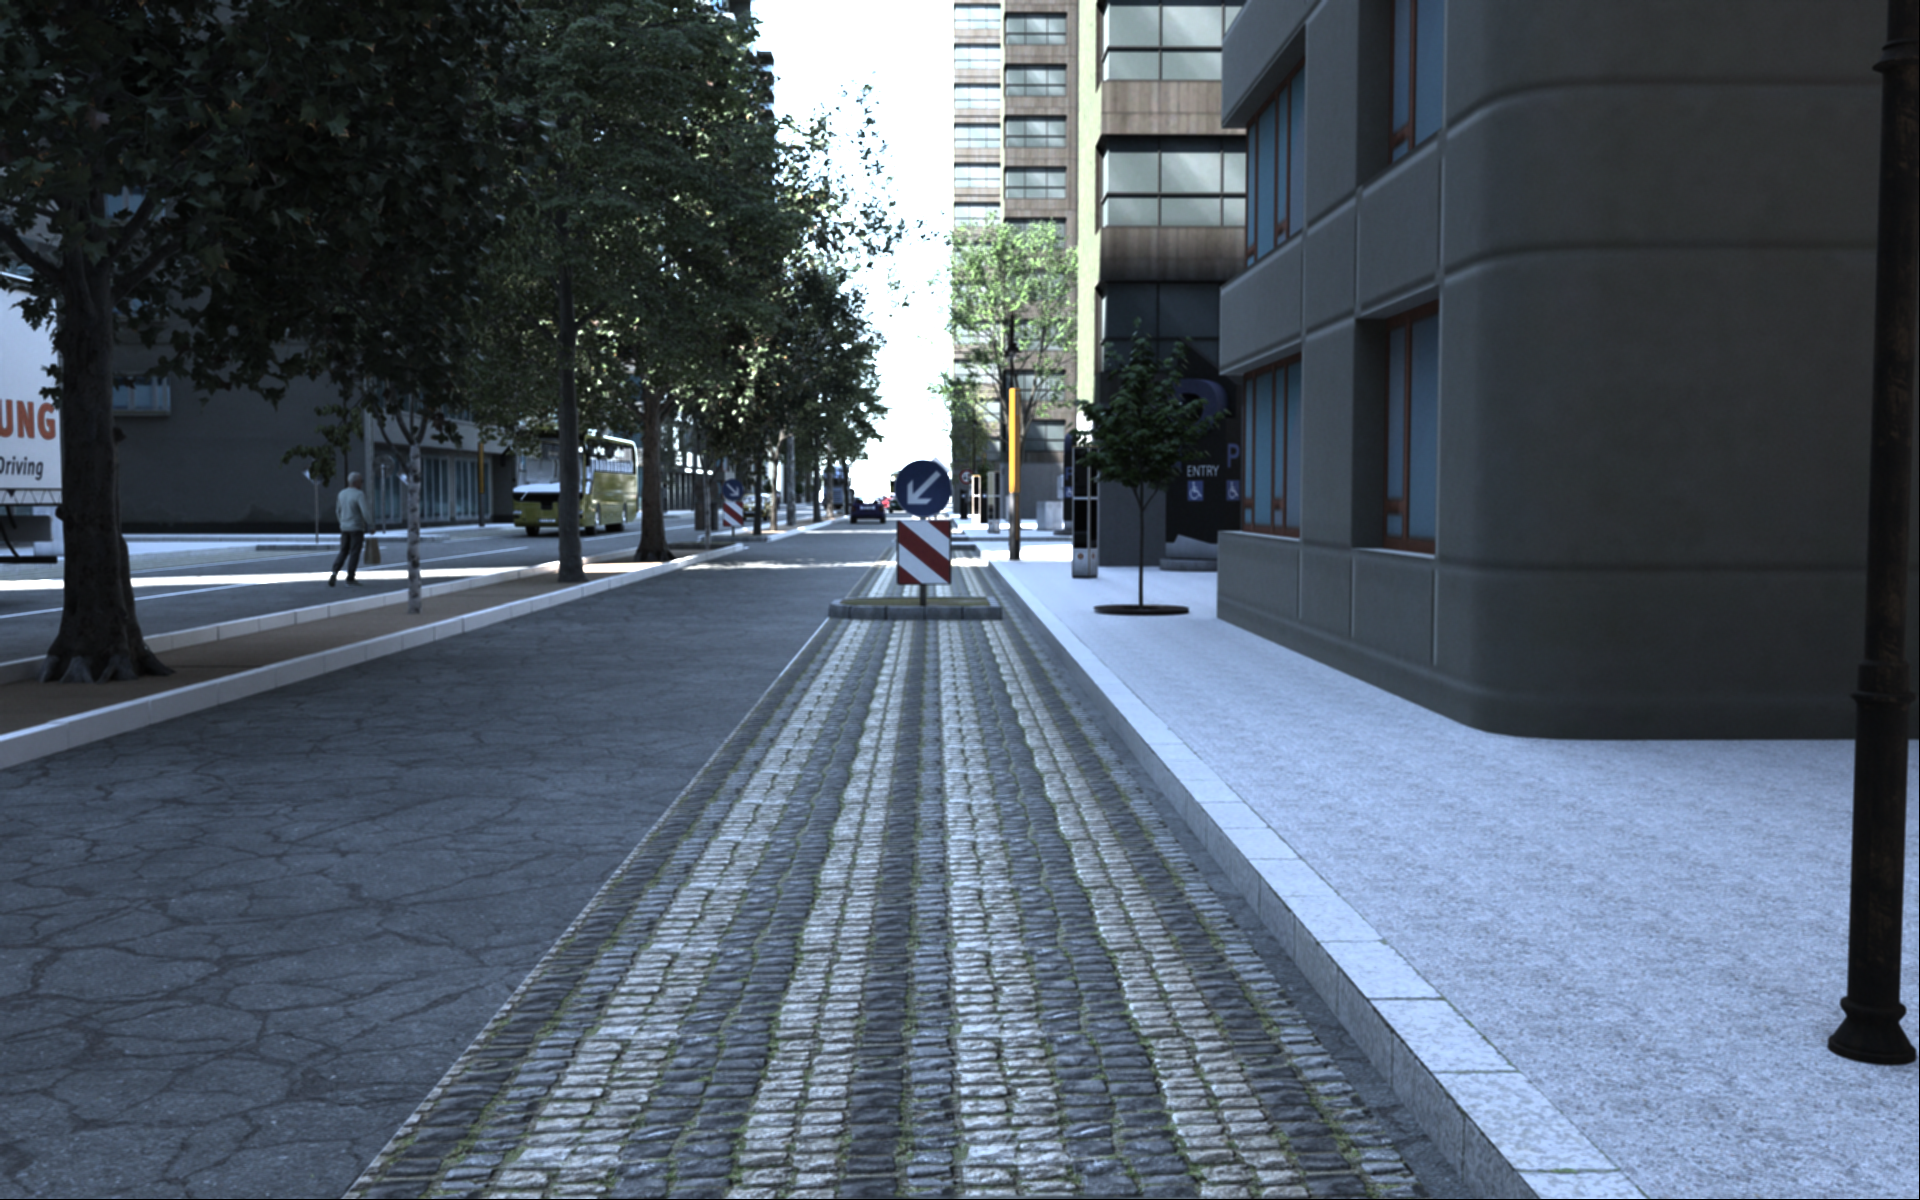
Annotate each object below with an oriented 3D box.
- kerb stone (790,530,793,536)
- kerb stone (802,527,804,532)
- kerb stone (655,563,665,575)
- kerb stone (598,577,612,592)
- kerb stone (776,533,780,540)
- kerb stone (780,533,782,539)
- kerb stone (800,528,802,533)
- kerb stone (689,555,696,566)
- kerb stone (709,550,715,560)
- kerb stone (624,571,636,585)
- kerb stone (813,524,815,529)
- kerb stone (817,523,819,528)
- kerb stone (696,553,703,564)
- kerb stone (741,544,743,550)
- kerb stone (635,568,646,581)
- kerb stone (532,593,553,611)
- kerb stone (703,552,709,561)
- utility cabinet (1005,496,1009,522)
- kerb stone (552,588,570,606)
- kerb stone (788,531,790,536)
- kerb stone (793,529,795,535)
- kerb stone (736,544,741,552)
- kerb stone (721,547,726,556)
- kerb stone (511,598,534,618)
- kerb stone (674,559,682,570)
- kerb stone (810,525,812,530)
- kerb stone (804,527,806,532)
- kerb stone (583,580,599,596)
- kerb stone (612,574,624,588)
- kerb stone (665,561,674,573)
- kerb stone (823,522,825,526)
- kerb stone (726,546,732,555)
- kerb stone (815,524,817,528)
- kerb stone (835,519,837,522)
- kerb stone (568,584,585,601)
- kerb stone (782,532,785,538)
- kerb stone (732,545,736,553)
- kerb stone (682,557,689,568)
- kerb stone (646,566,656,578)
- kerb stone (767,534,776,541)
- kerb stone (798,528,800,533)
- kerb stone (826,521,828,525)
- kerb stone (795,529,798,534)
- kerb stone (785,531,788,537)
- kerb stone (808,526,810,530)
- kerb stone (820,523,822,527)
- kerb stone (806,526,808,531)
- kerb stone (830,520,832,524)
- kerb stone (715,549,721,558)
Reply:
[{"bbox_3d":[-5.876,-2.243,58.977,0.120,0.150,1.000,0,4,-1],"label":"kerb stone"},{"bbox_3d":[-5.965,-2.556,64.091,0.120,0.150,1.000,0,4,-1],"label":"kerb stone"},{"bbox_3d":[-5.417,-0.521,30.735,0.120,0.150,1.000,0,4,-1],"label":"kerb stone"},{"bbox_3d":[-5.343,-0.209,25.617,0.120,0.150,1.000,0,4,-1],"label":"kerb stone"},{"bbox_3d":[-5.793,-1.936,53.848,0.120,0.150,1.000,0,4,-1],"label":"kerb stone"},{"bbox_3d":[-5.809,-1.998,54.870,0.120,0.150,1.000,0,4,-1],"label":"kerb stone"},{"bbox_3d":[-5.949,-2.500,63.066,0.120,0.150,1.000,0,4,-1],"label":"kerb stone"},{"bbox_3d":[-5.486,-0.770,34.841,0.120,0.150,1.000,0,4,-1],"label":"kerb stone"},{"bbox_3d":[-5.532,-0.961,37.916,0.120,0.150,1.000,0,4,-1],"label":"kerb stone"},{"bbox_3d":[-5.366,-0.329,27.666,0.120,0.150,1.000,0,4,-1],"label":"kerb stone"},{"bbox_3d":[-6.063,-2.928,70.233,0.120,0.150,1.000,0,4,-1],"label":"kerb stone"},{"bbox_3d":[-6.099,-3.063,72.281,0.120,0.150,1.000,0,4,-1],"label":"kerb stone"},{"bbox_3d":[-5.499,-0.836,35.863,0.120,0.150,1.000,0,4,-1],"label":"kerb stone"},{"bbox_3d":[-5.632,-1.338,44.065,0.120,0.150,1.000,0,4,-1],"label":"kerb stone"},{"bbox_3d":[-5.387,-0.397,28.691,0.120,0.150,1.000,0,4,-1],"label":"kerb stone"},{"bbox_3d":[-5.262,0.044,21.521,0.120,0.150,1.000,0,4,-1],"label":"kerb stone"},{"bbox_3d":[-5.523,-0.899,36.888,0.120,0.150,1.000,0,4,-1],"label":"kerb stone"},{"bbox_3d":[2.251,-4.174,79.403,0.306,1.237,1.020,0,4,6],"label":"utility cabinet"},{"bbox_3d":[-5.280,-0.015,22.545,0.120,0.150,1.000,0,4,-1],"label":"kerb stone"},{"bbox_3d":[-5.864,-2.187,57.952,0.120,0.150,1.000,0,4,-1],"label":"kerb stone"},{"bbox_3d":[-5.896,-2.312,59.999,0.120,0.150,1.000,0,4,-1],"label":"kerb stone"},{"bbox_3d":[-5.613,-1.275,43.043,0.120,0.150,1.000,0,4,-1],"label":"kerb stone"},{"bbox_3d":[-5.571,-1.087,39.964,0.120,0.150,1.000,0,4,-1],"label":"kerb stone"},{"bbox_3d":[-5.249,0.104,20.498,0.120,0.150,1.000,0,4,-1],"label":"kerb stone"},{"bbox_3d":[-5.450,-0.644,32.791,0.120,0.150,1.000,0,4,-1],"label":"kerb stone"},{"bbox_3d":[-6.029,-2.811,68.189,0.120,0.150,1.000,0,4,-1],"label":"kerb stone"},{"bbox_3d":[-5.980,-2.625,65.117,0.120,0.150,1.000,0,4,-1],"label":"kerb stone"},{"bbox_3d":[-5.313,-0.147,24.595,0.120,0.150,1.000,0,4,-1],"label":"kerb stone"},{"bbox_3d":[-5.352,-0.272,26.639,0.120,0.150,1.000,0,4,-1],"label":"kerb stone"},{"bbox_3d":[-5.431,-0.583,31.761,0.120,0.150,1.000,0,4,-1],"label":"kerb stone"},{"bbox_3d":[-6.168,-3.313,76.376,0.120,0.150,1.000,0,4,-1],"label":"kerb stone"},{"bbox_3d":[-5.583,-1.148,40.994,0.120,0.150,1.000,0,4,-1],"label":"kerb stone"},{"bbox_3d":[-6.077,-3.001,71.255,0.120,0.150,1.000,0,4,-1],"label":"kerb stone"},{"bbox_3d":[-6.312,-3.878,85.594,0.120,0.150,1.000,0,4,-1],"label":"kerb stone"},{"bbox_3d":[-5.303,-0.078,23.570,0.120,0.150,1.000,0,4,-1],"label":"kerb stone"},{"bbox_3d":[-5.827,-2.061,55.892,0.120,0.150,1.000,0,4,-1],"label":"kerb stone"},{"bbox_3d":[-5.607,-1.209,42.016,0.120,0.150,1.000,0,4,-1],"label":"kerb stone"},{"bbox_3d":[-5.467,-0.711,33.813,0.120,0.150,1.000,0,4,-1],"label":"kerb stone"},{"bbox_3d":[-5.403,-0.460,29.713,0.120,0.150,1.000,0,4,-1],"label":"kerb stone"},{"bbox_3d":[-5.780,-1.873,52.825,0.120,0.150,1.000,0,4,-1],"label":"kerb stone"},{"bbox_3d":[-5.929,-2.437,62.044,0.120,0.150,1.000,0,4,-1],"label":"kerb stone"},{"bbox_3d":[-6.196,-3.433,78.430,0.120,0.150,1.000,0,4,-1],"label":"kerb stone"},{"bbox_3d":[-5.912,-2.375,61.021,0.120,0.150,1.000,0,4,-1],"label":"kerb stone"},{"bbox_3d":[-5.853,-2.121,56.929,0.120,0.150,1.000,0,4,-1],"label":"kerb stone"},{"bbox_3d":[-6.013,-2.750,67.166,0.120,0.150,1.000,0,4,-1],"label":"kerb stone"},{"bbox_3d":[-6.131,-3.189,74.332,0.120,0.150,1.000,0,4,-1],"label":"kerb stone"},{"bbox_3d":[-5.993,-2.684,66.143,0.120,0.150,1.000,0,4,-1],"label":"kerb stone"},{"bbox_3d":[-6.249,-3.627,81.500,0.120,0.150,1.000,0,4,-1],"label":"kerb stone"},{"bbox_3d":[-5.545,-1.024,38.942,0.120,0.150,1.000,0,4,-1],"label":"kerb stone"}]
